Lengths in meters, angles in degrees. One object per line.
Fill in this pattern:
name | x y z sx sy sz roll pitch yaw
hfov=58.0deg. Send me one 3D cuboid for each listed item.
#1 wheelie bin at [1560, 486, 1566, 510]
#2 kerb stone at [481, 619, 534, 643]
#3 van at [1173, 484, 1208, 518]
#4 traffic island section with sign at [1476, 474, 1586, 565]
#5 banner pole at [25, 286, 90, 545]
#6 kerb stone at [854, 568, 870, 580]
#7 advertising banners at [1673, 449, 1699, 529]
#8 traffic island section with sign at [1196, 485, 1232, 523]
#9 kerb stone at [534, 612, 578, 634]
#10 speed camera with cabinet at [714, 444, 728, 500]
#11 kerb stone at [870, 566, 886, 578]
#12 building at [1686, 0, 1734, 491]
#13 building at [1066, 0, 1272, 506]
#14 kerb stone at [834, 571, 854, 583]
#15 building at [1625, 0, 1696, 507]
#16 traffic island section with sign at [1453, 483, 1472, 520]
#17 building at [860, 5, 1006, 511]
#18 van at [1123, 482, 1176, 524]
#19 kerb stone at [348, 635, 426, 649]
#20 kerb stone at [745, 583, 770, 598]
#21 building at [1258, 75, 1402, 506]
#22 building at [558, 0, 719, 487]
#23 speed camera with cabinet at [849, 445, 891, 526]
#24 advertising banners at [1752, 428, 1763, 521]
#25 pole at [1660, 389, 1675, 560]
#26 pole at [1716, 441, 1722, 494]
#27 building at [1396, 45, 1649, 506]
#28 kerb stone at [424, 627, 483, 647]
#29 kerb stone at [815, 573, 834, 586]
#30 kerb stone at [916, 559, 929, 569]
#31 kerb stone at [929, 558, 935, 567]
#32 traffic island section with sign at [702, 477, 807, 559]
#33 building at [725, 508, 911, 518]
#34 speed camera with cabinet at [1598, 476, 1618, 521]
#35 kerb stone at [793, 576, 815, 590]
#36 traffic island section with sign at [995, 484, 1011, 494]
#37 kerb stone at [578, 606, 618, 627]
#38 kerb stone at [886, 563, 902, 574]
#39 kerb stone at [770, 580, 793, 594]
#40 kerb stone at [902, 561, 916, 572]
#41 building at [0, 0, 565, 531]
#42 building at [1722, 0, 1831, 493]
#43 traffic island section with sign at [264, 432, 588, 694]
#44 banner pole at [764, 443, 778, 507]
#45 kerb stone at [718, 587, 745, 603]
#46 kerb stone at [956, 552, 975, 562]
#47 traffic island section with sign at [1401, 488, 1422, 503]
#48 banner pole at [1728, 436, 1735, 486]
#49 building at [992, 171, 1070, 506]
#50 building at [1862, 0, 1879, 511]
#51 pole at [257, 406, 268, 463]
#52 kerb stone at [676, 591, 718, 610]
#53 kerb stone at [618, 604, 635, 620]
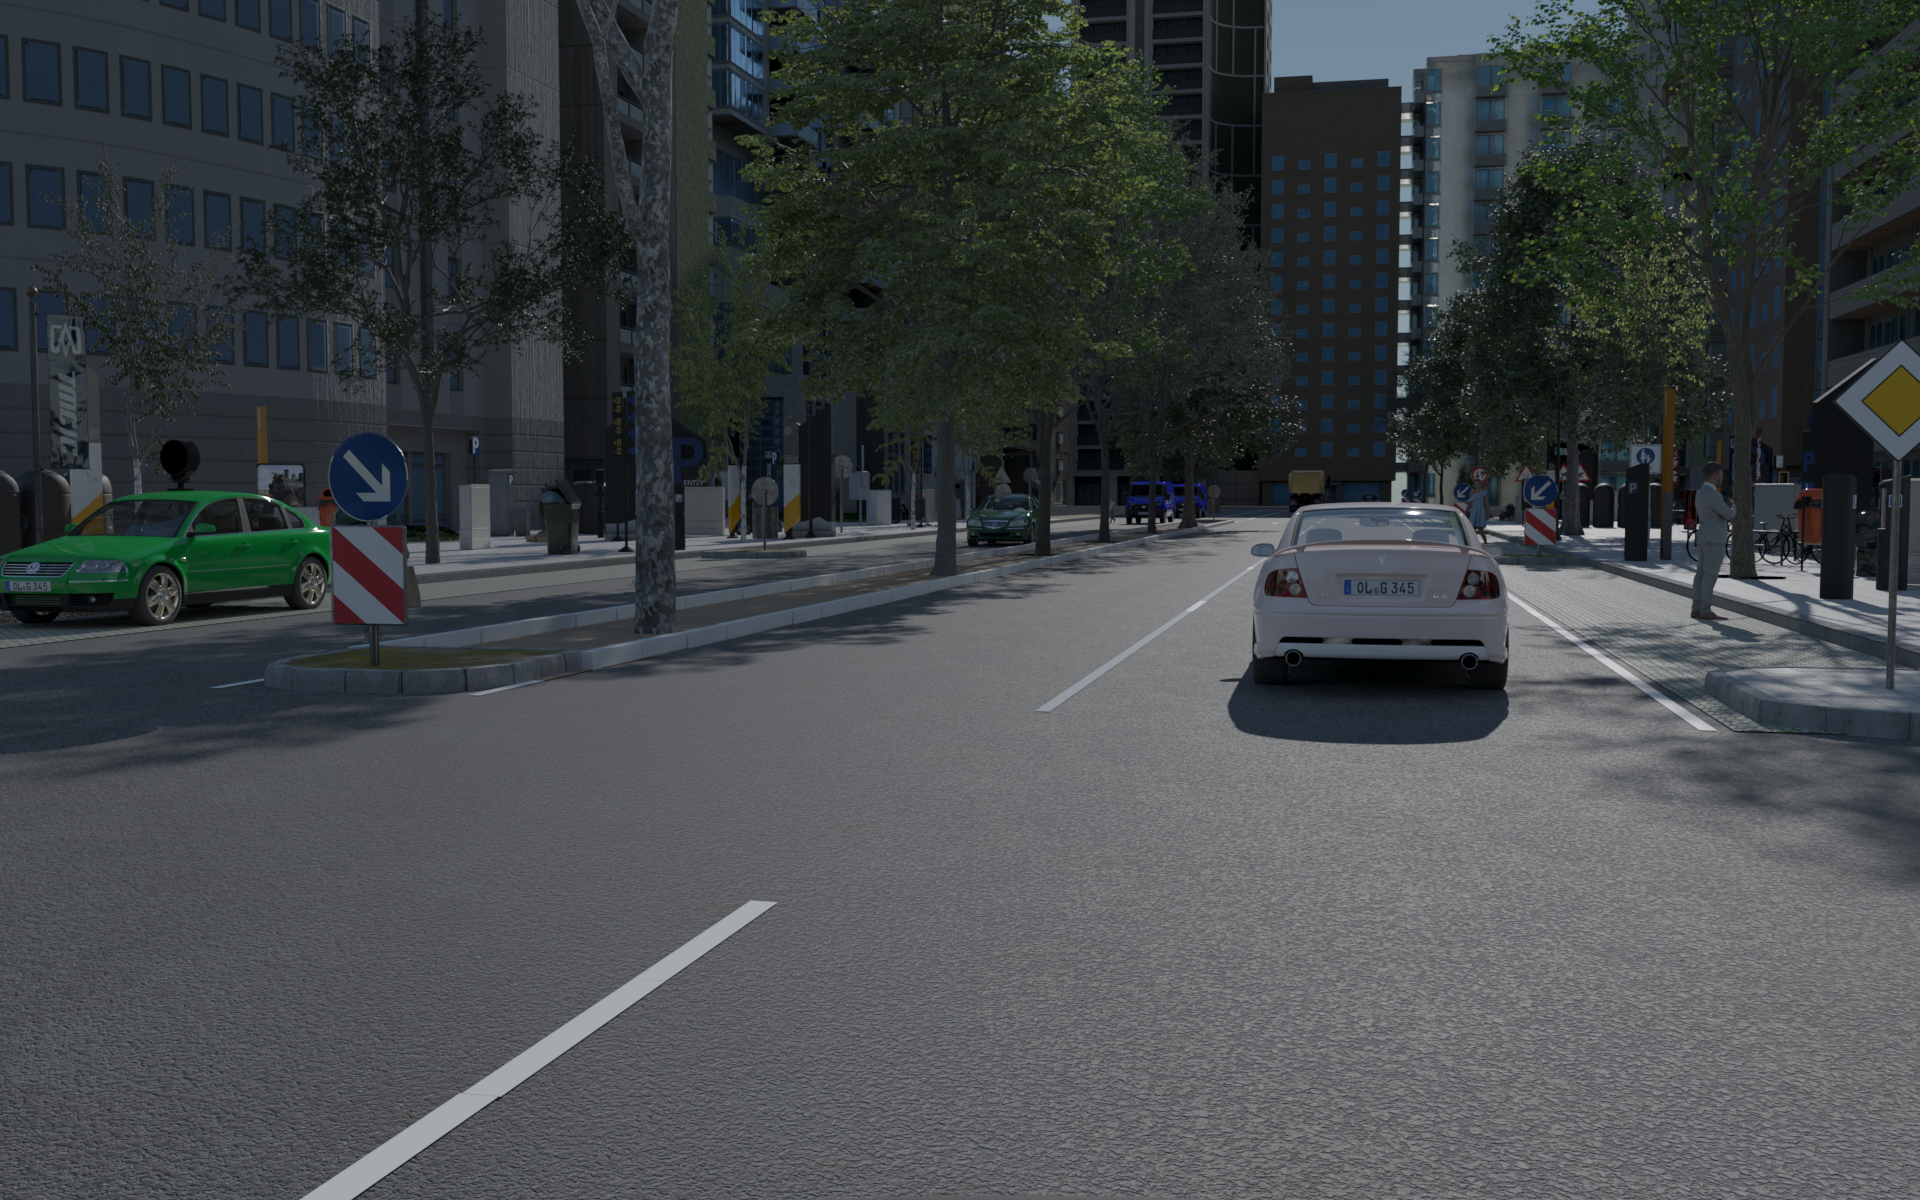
wheelie bin | 24.492 -3.759 69.364 0.980 1.594 0.693 0 4 4
kerb stone | -4.510 0.315 17.048 0.120 0.150 1.000 1 4 13
van | 13.641 -6.074 103.689 2.240 2.365 5.245 1 4 13
traffic island section with sign | 11.752 -1.653 35.650 1.989 1.847 2.006 1 4 13
banner pole | -11.043 -1.905 21.158 0.401 3.779 0.863 3 4 38
kerb stone | -1.743 -0.414 29.051 0.120 0.150 1.000 1 4 13
advertising banners | 26.556 -4.079 62.876 2.074 3.025 0.090 -1 4 -13
traffic island section with sign | 12.648 -4.803 86.667 2.006 1.907 1.989 1 4 13
kerb stone | -4.287 0.254 18.045 0.120 0.150 1.000 1 4 13
speed camera with cabinet | -9.745 -4.566 68.983 0.660 3.252 2.038 -3 4 -37
kerb stone | -1.513 -0.481 30.052 0.120 0.150 1.000 1 4 13
building | 51.702 -25.745 104.525 14.154 41.232 14.086 1 4 13
building | 23.857 -46.221 193.963 20.611 71.187 20.563 1 4 13
kerb stone | -1.962 -0.358 28.047 0.120 0.150 1.000 1 4 13
building | 63.719 -32.715 124.132 28.713 52.752 27.495 1 4 13
traffic island section with sign | 17.813 -3.259 61.918 1.989 1.847 2.006 1 4 13
building | -11.602 -33.781 141.562 27.495 52.752 28.713 1 4 13
van | 9.277 -4.887 84.291 2.240 2.365 5.245 1 4 13
kerb stone | -4.974 0.440 15.031 0.120 0.150 1.000 1 4 13
kerb stone | -2.890 -0.109 24.046 0.120 0.150 1.000 1 4 13
building | 40.205 -32.911 188.197 14.200 45.320 14.600 1 4 13
building | -20.388 -24.247 80.034 14.154 41.232 14.086 1 4 13
speed camera with cabinet | -3.667 -4.677 70.811 0.660 3.252 2.038 3 4 37
advertising banners | 20.605 -2.997 45.191 0.090 3.025 2.074 3 5 40
pole | 13.748 -2.435 33.649 0.158 3.312 0.155 0 3 0
pole | 29.028 -4.431 66.289 0.158 3.312 0.155 0 3 0
building | 62.865 -34.702 186.986 30.456 49.044 23.786 1 4 13
kerb stone | -4.742 0.379 16.041 0.120 0.150 1.000 1 4 13
kerb stone | -2.209 -0.296 27.044 0.120 0.150 1.000 1 4 13
kerb stone | -0.816 -0.660 33.043 0.120 0.150 1.000 1 4 13
kerb stone | -0.580 -0.725 34.047 0.120 0.150 1.000 1 4 13
traffic island section with sign | -4.556 -1.865 39.117 1.989 1.847 2.006 1 4 13
building | -15.923 -48.654 108.166 22.319 86.520 31.000 1 4 13
speed camera with cabinet | 30.945 -5.414 82.860 2.038 3.252 0.660 0 4 3
kerb stone | -2.427 -0.235 26.041 0.120 0.150 1.000 1 4 13
traffic island section with sign | 1.582 -3.494 65.751 1.989 1.847 2.006 1 4 13
kerb stone | -4.049 0.196 19.044 0.120 0.150 1.000 1 4 13
kerb stone | -1.277 -0.541 31.047 0.120 0.150 1.000 1 4 13
kerb stone | -2.666 -0.174 25.043 0.120 0.150 1.000 1 4 13
kerb stone | -1.053 -0.601 32.047 0.120 0.150 1.000 1 4 13
building | -28.060 -31.157 51.414 21.231 58.520 28.212 1 4 13
building | 49.209 -26.934 90.487 14.600 45.320 14.200 1 4 13
traffic island section with sign | -4.237 -0.325 13.443 2.006 1.907 1.989 1 4 13
banner pole | -9.123 -5.756 84.133 0.863 3.779 0.401 -2 4 -27
kerb stone | -3.131 -0.050 23.053 0.120 0.150 1.000 1 4 13
kerb stone | 0.109 -0.908 37.051 0.120 0.150 1.000 1 4 13
traffic island section with sign | 29.112 -6.252 110.847 1.989 1.847 2.006 1 4 13
banner pole | 29.433 -4.610 65.383 0.863 3.779 0.401 1 4 12
building | 2.091 -35.251 200.050 21.600 48.544 21.300 1 4 13
building | 46.697 -26.933 64.058 21.300 48.544 21.600 1 4 13
pole | -16.243 -2.846 40.371 0.158 3.312 0.155 0 3 0
kerb stone | -3.355 0.013 22.051 0.120 0.150 1.000 1 4 13
kerb stone | -3.816 0.134 20.052 0.120 0.150 1.000 1 4 13
